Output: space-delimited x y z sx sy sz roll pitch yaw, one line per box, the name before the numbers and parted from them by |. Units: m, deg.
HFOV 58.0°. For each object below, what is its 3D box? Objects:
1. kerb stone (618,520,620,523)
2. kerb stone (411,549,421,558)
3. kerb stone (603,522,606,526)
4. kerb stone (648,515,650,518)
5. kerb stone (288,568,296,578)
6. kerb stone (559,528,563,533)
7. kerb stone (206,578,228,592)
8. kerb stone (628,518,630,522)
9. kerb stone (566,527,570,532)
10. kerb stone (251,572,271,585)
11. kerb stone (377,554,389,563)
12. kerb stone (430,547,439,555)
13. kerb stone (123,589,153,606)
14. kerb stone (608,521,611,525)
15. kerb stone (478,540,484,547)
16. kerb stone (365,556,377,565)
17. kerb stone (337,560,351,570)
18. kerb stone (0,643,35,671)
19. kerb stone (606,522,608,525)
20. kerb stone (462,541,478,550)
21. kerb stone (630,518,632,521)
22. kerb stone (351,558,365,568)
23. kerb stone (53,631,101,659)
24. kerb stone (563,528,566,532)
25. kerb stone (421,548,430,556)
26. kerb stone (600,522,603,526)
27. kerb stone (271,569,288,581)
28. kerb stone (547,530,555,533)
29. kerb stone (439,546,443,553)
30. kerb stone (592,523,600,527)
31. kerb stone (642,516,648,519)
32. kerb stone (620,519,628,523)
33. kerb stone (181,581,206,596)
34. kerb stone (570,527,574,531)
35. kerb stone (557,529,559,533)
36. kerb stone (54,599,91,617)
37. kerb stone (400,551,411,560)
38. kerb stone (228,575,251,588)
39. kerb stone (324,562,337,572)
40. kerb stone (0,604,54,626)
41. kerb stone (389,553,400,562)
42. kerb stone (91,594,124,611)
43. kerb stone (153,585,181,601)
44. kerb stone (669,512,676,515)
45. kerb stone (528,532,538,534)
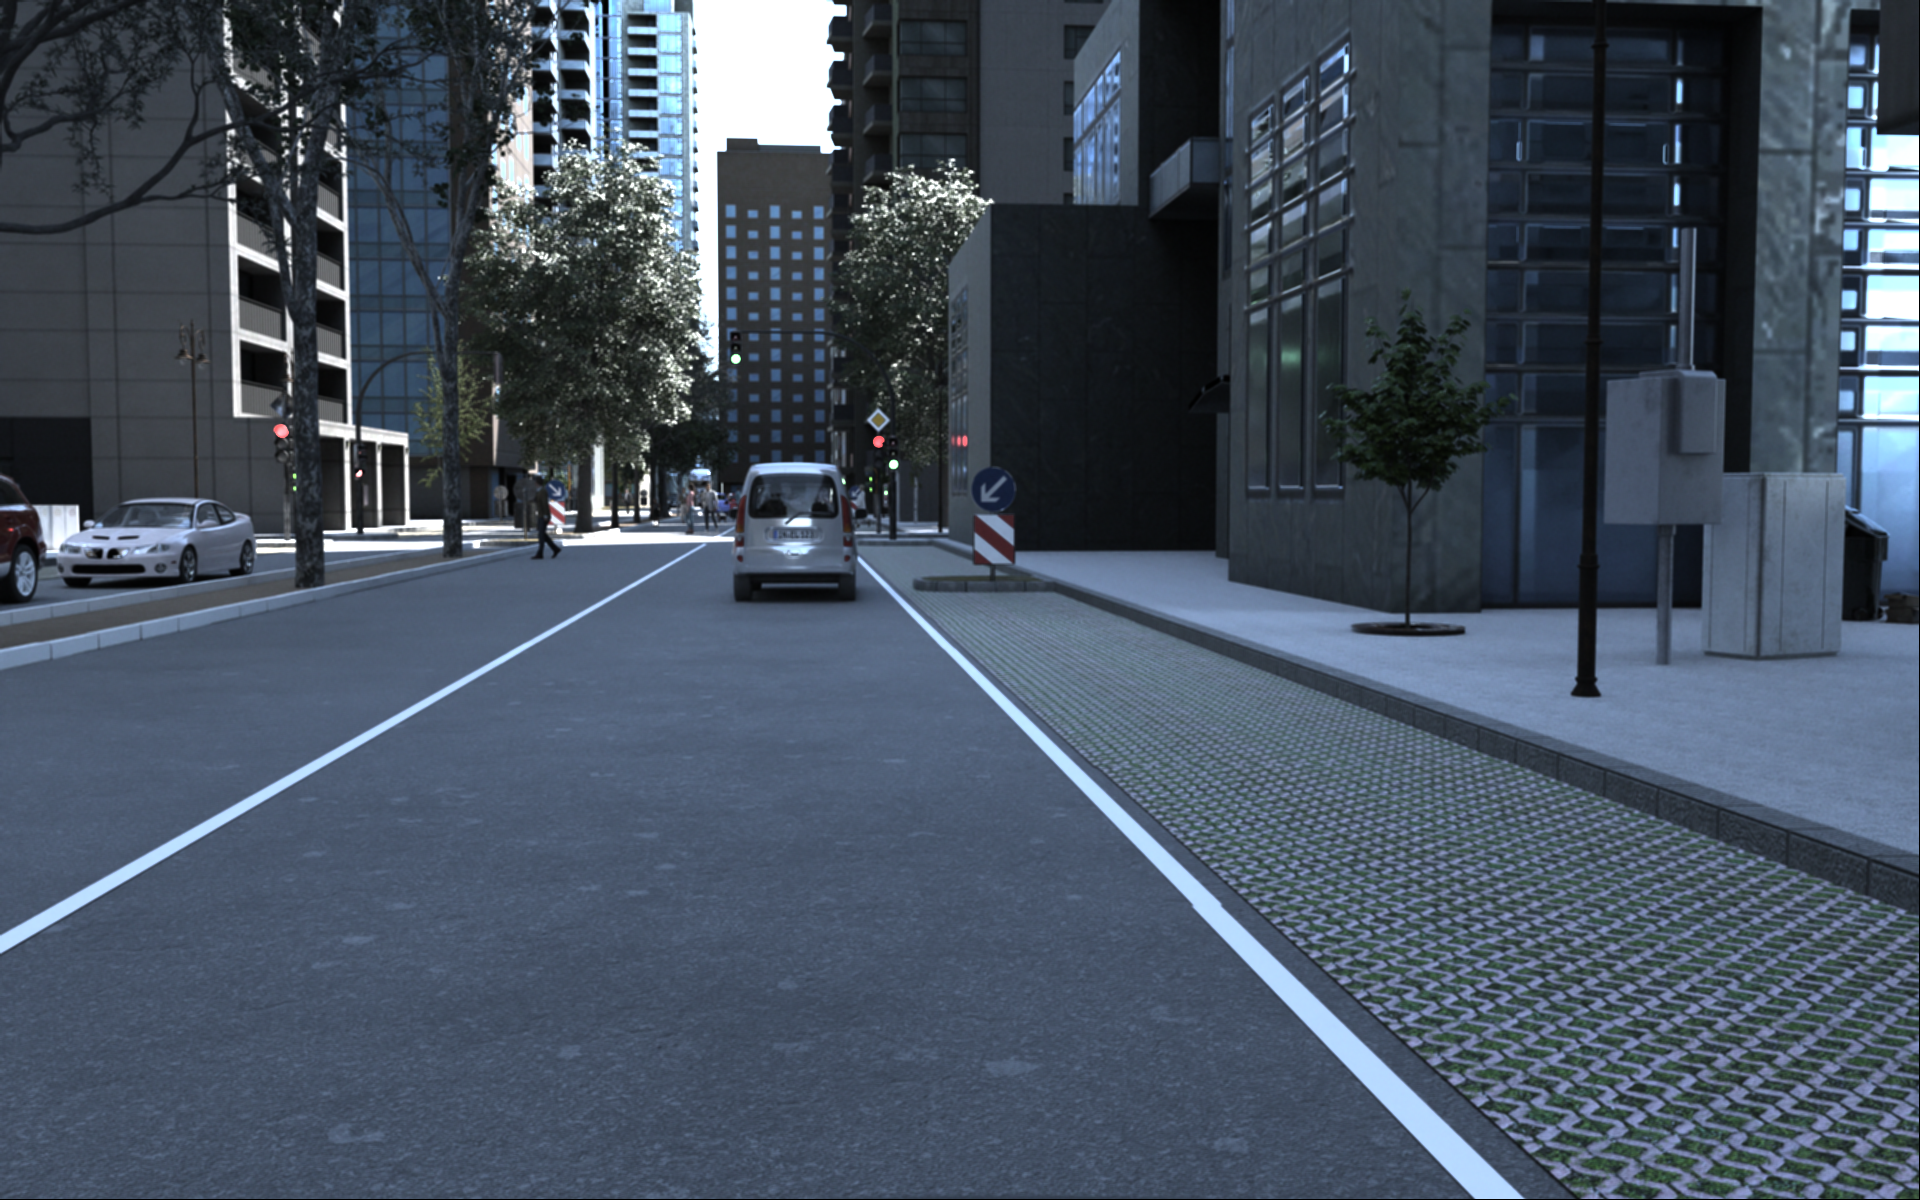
kerb stone | -16.584 -3.726 83.195 0.120 0.150 1.000 0 4 -5
kerb stone | -12.316 -1.015 38.817 0.120 0.150 1.000 0 4 -5
kerb stone | -15.998 -3.356 77.081 0.120 0.150 1.000 0 4 -5
kerb stone | -18.257 -4.792 100.545 0.120 0.150 1.000 0 4 -5
kerb stone | -11.433 -0.454 29.611 0.120 0.150 1.000 0 4 -5
kerb stone | -14.617 -2.482 62.789 0.120 0.150 1.000 0 4 -5
kerb stone | -11.043 -0.203 25.522 0.120 0.150 1.000 0 4 -5
kerb stone | -17.069 -4.036 88.283 0.120 0.150 1.000 0 4 -5
kerb stone | -14.819 -2.608 64.830 0.120 0.150 1.000 0 4 -5
kerb stone | -11.231 -0.329 27.572 0.120 0.150 1.000 0 4 -5
kerb stone | -12.022 -0.828 35.736 0.120 0.150 1.000 0 4 -5
kerb stone | -12.511 -1.141 40.856 0.120 0.150 1.000 0 4 -5
kerb stone | -10.748 -0.017 22.467 0.120 0.150 1.000 0 4 -5
kerb stone | -16.188 -3.477 79.117 0.120 0.150 1.000 0 4 -5
kerb stone | -13.102 -1.512 46.980 0.120 0.150 1.000 0 4 -5
kerb stone | -11.923 -0.766 34.712 0.120 0.150 1.000 0 4 -5
kerb stone | -11.729 -0.640 32.664 0.120 0.150 1.000 0 4 -5
kerb stone | -7.876 0.472 14.471 0.120 0.150 1.000 0 4 -5
kerb stone | -16.093 -3.417 78.099 0.120 0.150 1.000 0 4 -5
kerb stone | -13.010 -1.454 45.962 0.120 0.150 1.000 0 4 -5
kerb stone | -17.170 -4.104 89.300 0.120 0.150 1.000 0 4 -5
kerb stone | -11.819 -0.703 33.696 0.120 0.150 1.000 0 4 -5
kerb stone | -7.969 0.418 15.489 0.120 0.150 1.000 0 4 -5
kerb stone | -14.719 -2.543 63.809 0.120 0.150 1.000 0 4 -5
kerb stone | -12.422 -1.079 39.838 0.120 0.150 1.000 0 4 -5
kerb stone | -15.895 -3.295 76.061 0.120 0.150 1.000 0 4 -5
kerb stone | -11.339 -0.391 28.591 0.120 0.150 1.000 0 4 -5
kerb stone | -14.427 -2.356 60.751 0.120 0.150 1.000 0 4 -5
kerb stone | -12.612 -1.204 41.875 0.120 0.150 1.000 0 4 -5
kerb stone | -15.810 -3.232 75.042 0.120 0.150 1.000 0 4 -5
kerb stone | -18.149 -4.730 99.524 0.120 0.150 1.000 0 4 -5
kerb stone | -16.979 -3.980 87.265 0.120 0.150 1.000 0 4 -5
kerb stone | -10.938 -0.141 24.505 0.120 0.150 1.000 0 4 -5
kerb stone | -14.916 -2.666 65.848 0.120 0.150 1.000 0 4 -5
kerb stone | -14.523 -2.421 61.771 0.120 0.150 1.000 0 4 -5
kerb stone | -10.550 0.108 20.424 0.120 0.150 1.000 0 4 -5
kerb stone | -12.218 -0.954 37.790 0.120 0.150 1.000 0 4 -5
kerb stone | -11.137 -0.265 26.554 0.120 0.150 1.000 0 4 -5
kerb stone | -11.630 -0.578 31.647 0.120 0.150 1.000 0 4 -5
kerb stone | -10.454 0.171 19.398 0.120 0.150 1.000 0 4 -5
kerb stone | -12.118 -0.889 36.770 0.120 0.150 1.000 0 4 -5
kerb stone | -10.645 0.050 21.449 0.120 0.150 1.000 0 4 -5
kerb stone | -10.845 -0.079 23.486 0.120 0.150 1.000 0 4 -5
kerb stone | -20.412 -6.165 122.992 0.120 0.150 1.000 0 4 -5
kerb stone | -14.033 -2.108 56.664 0.120 0.150 1.000 0 4 -5
